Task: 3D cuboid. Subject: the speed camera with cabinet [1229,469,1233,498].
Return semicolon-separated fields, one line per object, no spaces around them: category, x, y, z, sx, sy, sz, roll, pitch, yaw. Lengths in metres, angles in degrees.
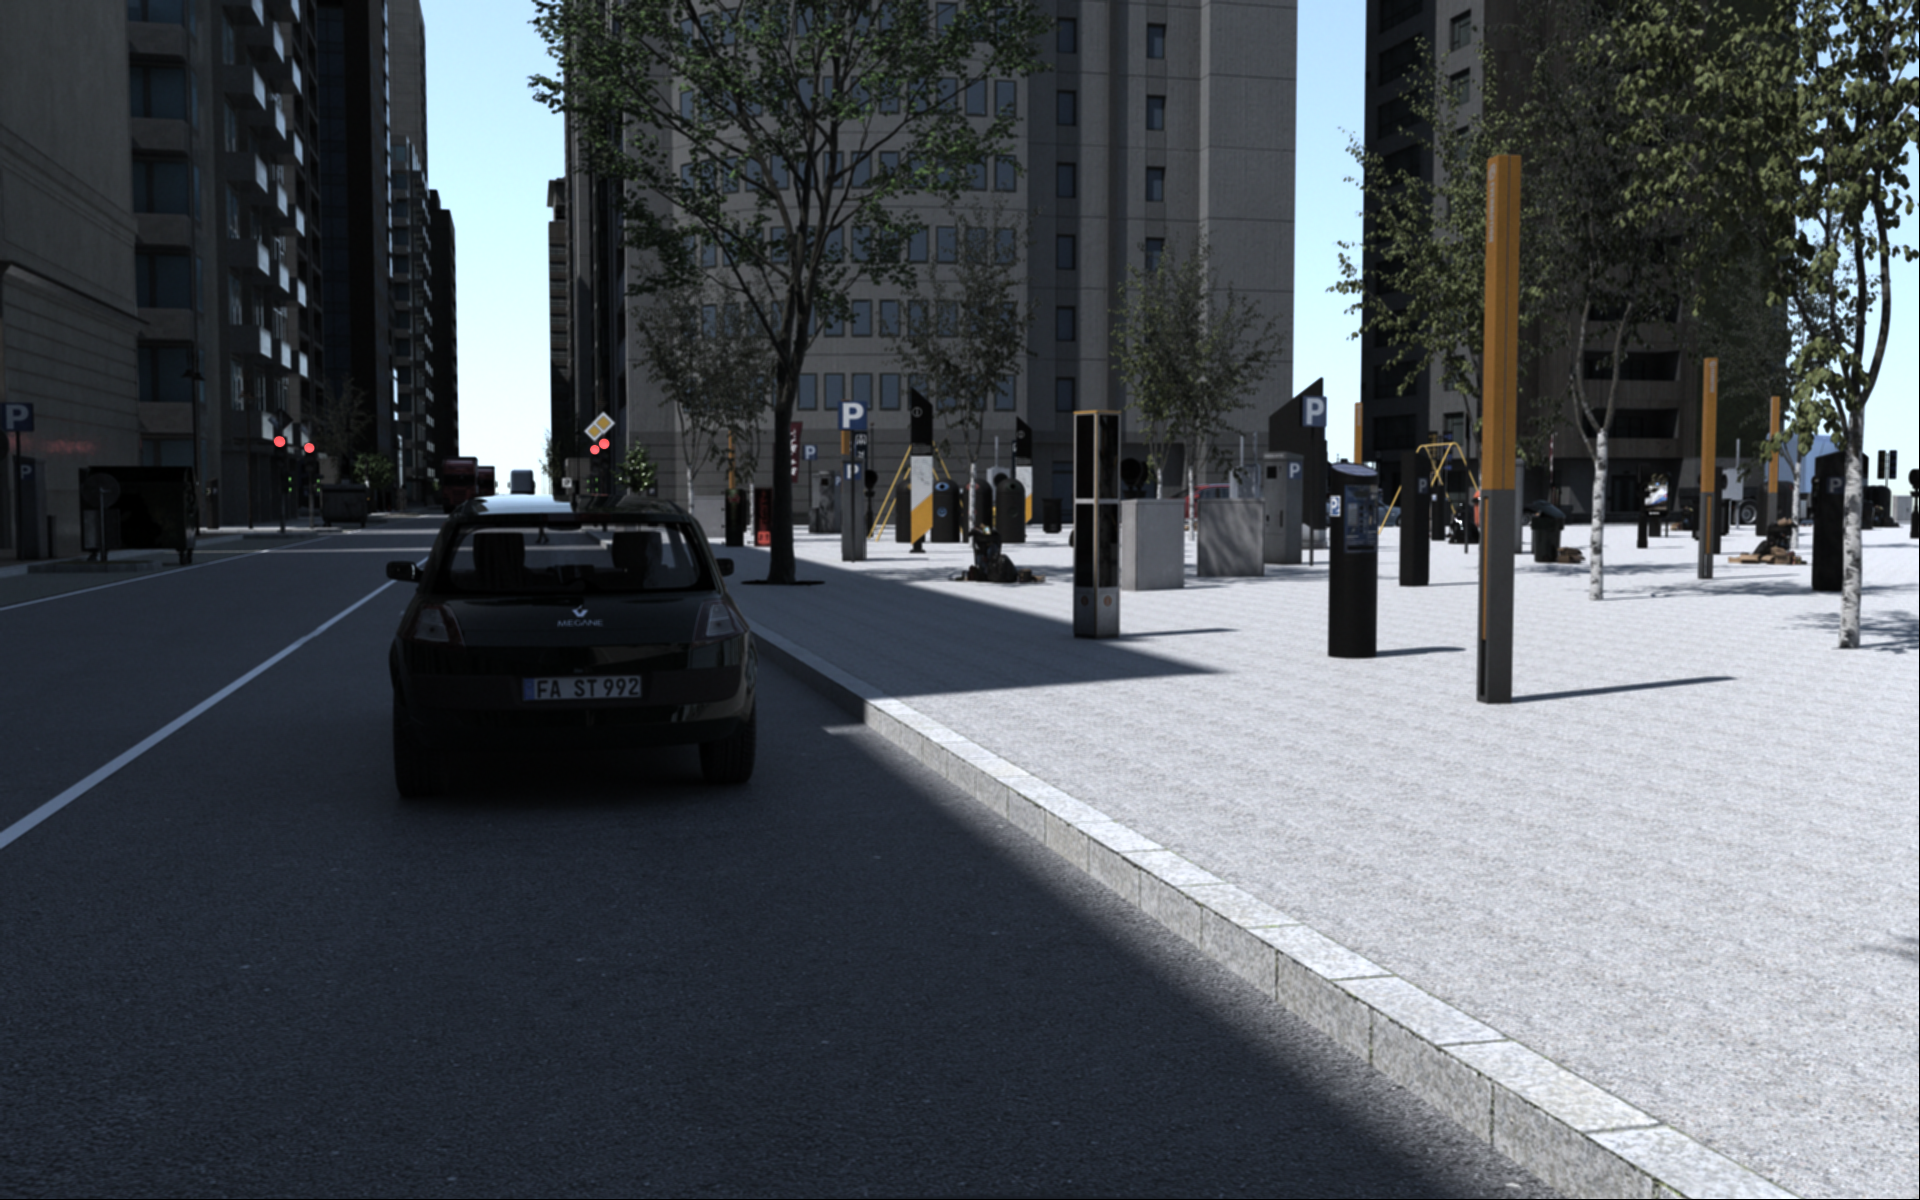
speed camera with cabinet;10.284;-3.972;59.271;2.038;3.252;0.660;0;4;-3

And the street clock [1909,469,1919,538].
street clock;27.672;-2.786;50.118;0.358;2.002;0.471;0;4;-2

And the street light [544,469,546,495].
street light;-53.179;-15.372;224.111;0.468;5.910;1.993;-1;4;-14

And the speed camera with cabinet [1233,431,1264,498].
speed camera with cabinet;9.311;-3.699;54.807;0.660;3.252;2.038;2;4;24

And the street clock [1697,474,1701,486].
street clock;24.731;-3.236;57.484;0.471;2.002;0.358;0;4;8

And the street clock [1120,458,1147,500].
street clock;3.424;-1.846;34.754;0.471;2.002;0.358;1;4;17

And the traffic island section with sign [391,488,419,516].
traffic island section with sign;-36.239;-6.359;112.599;1.989;1.847;2.006;-1;4;-14

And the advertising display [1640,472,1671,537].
advertising display;20.734;-2.840;51.643;0.123;1.923;0.974;-2;4;-30

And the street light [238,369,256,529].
street light;-26.204;-5.568;63.823;0.468;5.910;1.993;-1;4;-14

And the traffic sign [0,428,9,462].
traffic sign;-17.493;-1.899;31.148;0.768;2.556;0.104;-1;4;-8

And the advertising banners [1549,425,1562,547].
advertising banners;13.977;-2.722;40.690;0.090;3.025;2.074;1;4;13

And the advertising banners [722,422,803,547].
advertising banners;-4.797;-2.805;42.051;2.074;3.025;0.090;1;4;13

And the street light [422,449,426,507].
street light;-53.836;-12.320;174.218;0.468;5.910;1.993;-1;4;-14

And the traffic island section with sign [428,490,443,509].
traffic island section with sign;-48.478;-9.337;161.291;1.989;1.847;2.006;-1;4;-14

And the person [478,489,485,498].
person;-34.077;-7.015;123.363;0.590;1.801;0.661;-1;4;-18

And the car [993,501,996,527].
car;0.453;-3.508;67.575;3.980;1.641;2.015;-1;4;-13

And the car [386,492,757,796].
car;-2.210;0.002;9.752;2.009;1.686;4.222;-1;4;-14

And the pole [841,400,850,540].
pole;-2.472;-2.671;37.520;0.158;3.312;0.155;0;3;0

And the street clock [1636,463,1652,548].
street clock;16.159;-2.226;40.960;0.358;2.002;0.471;0;4;5

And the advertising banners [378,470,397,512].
advertising banners;-42.103;-8.036;127.572;0.090;3.025;2.074;1;4;22

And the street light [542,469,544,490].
street light;-62.043;-17.505;258.988;0.468;5.910;1.993;-1;4;-14

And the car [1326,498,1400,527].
car;16.487;-3.614;71.094;4.499;1.417;2.014;-1;4;-12

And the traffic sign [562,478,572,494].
traffic sign;-25.147;-6.651;110.869;0.606;2.300;0.079;-1;4;-11

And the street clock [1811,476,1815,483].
street clock;32.515;-3.734;65.622;0.471;2.002;0.358;-1;4;-9

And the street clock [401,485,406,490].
street clock;-43.846;-8.071;136.524;0.358;2.002;0.471;-2;4;-31

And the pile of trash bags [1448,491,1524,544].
pile of trash bags;13.518;-2.132;44.616;1.912;1.369;3.447;1;4;19

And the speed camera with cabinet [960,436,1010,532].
speed camera with cabinet;0.661;-3.955;58.996;2.038;3.252;0.660;-1;4;-17

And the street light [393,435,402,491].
street light;-44.823;-10.135;138.500;0.468;5.910;1.993;-1;4;-14

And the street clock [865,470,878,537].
street clock;-2.687;-2.870;51.498;0.471;2.002;0.358;0;4;3

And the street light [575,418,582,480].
street light;-22.745;-7.979;103.240;0.468;5.910;1.993;-1;4;-14

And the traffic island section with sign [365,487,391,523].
traffic island section with sign;-29.589;-4.743;86.176;1.989;1.847;2.006;-1;4;-14

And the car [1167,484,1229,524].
car;9.540;-3.613;67.753;5.304;1.827;2.281;-1;4;-15

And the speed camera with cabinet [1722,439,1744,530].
speed camera with cabinet;27.731;-4.190;62.849;0.660;3.252;2.038;0;4;2

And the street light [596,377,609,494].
street light;-14.108;-5.842;68.307;0.468;5.910;1.993;-1;4;-14

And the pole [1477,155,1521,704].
pole;3.289;-1.023;10.567;0.158;3.312;0.155;0;3;0

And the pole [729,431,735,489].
pole;-7.344;-3.794;55.881;0.158;3.312;0.155;0;3;0

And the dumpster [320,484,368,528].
dumpster;-26.027;-3.979;73.277;1.865;1.857;1.264;-1;4;-13

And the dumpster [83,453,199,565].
dumpster;-16.409;-1.822;34.735;1.985;2.255;1.502;-1;4;-15

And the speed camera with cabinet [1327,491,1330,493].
speed camera with cabinet;23.353;-6.833;106.053;2.038;3.252;0.660;-2;4;-27

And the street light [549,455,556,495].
street light;-41.857;-12.582;178.508;0.468;5.910;1.993;-1;4;-14

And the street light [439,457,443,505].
street light;-62.580;-14.455;209.125;0.468;5.910;1.993;-1;4;-14

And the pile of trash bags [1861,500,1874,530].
pile of trash bags;31.886;-3.224;62.471;1.912;1.369;3.447;2;4;31

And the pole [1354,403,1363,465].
pole;8.888;-2.744;38.704;0.158;3.312;0.155;0;3;0

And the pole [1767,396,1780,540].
pole;17.028;-2.595;36.268;0.158;3.312;0.155;0;3;0

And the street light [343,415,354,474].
street light;-34.887;-7.715;98.920;0.468;5.910;1.993;-1;4;-14

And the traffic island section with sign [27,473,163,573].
traffic island section with sign;-16.019;-1.442;32.201;1.989;1.847;2.006;-1;4;-14

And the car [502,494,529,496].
car;-19.778;-4.000;77.202;2.131;1.459;4.920;-1;4;-15

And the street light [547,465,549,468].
street light;-50.485;-14.719;213.444;0.468;5.910;1.993;-1;4;-14

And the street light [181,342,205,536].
street light;-23.405;-4.906;52.996;0.468;5.910;1.993;-1;4;-14

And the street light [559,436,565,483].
street light;-33.012;-10.449;143.626;0.468;5.910;1.993;-1;4;-14

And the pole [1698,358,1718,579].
pole;11.250;-1.970;26.046;0.158;3.312;0.155;0;3;0
